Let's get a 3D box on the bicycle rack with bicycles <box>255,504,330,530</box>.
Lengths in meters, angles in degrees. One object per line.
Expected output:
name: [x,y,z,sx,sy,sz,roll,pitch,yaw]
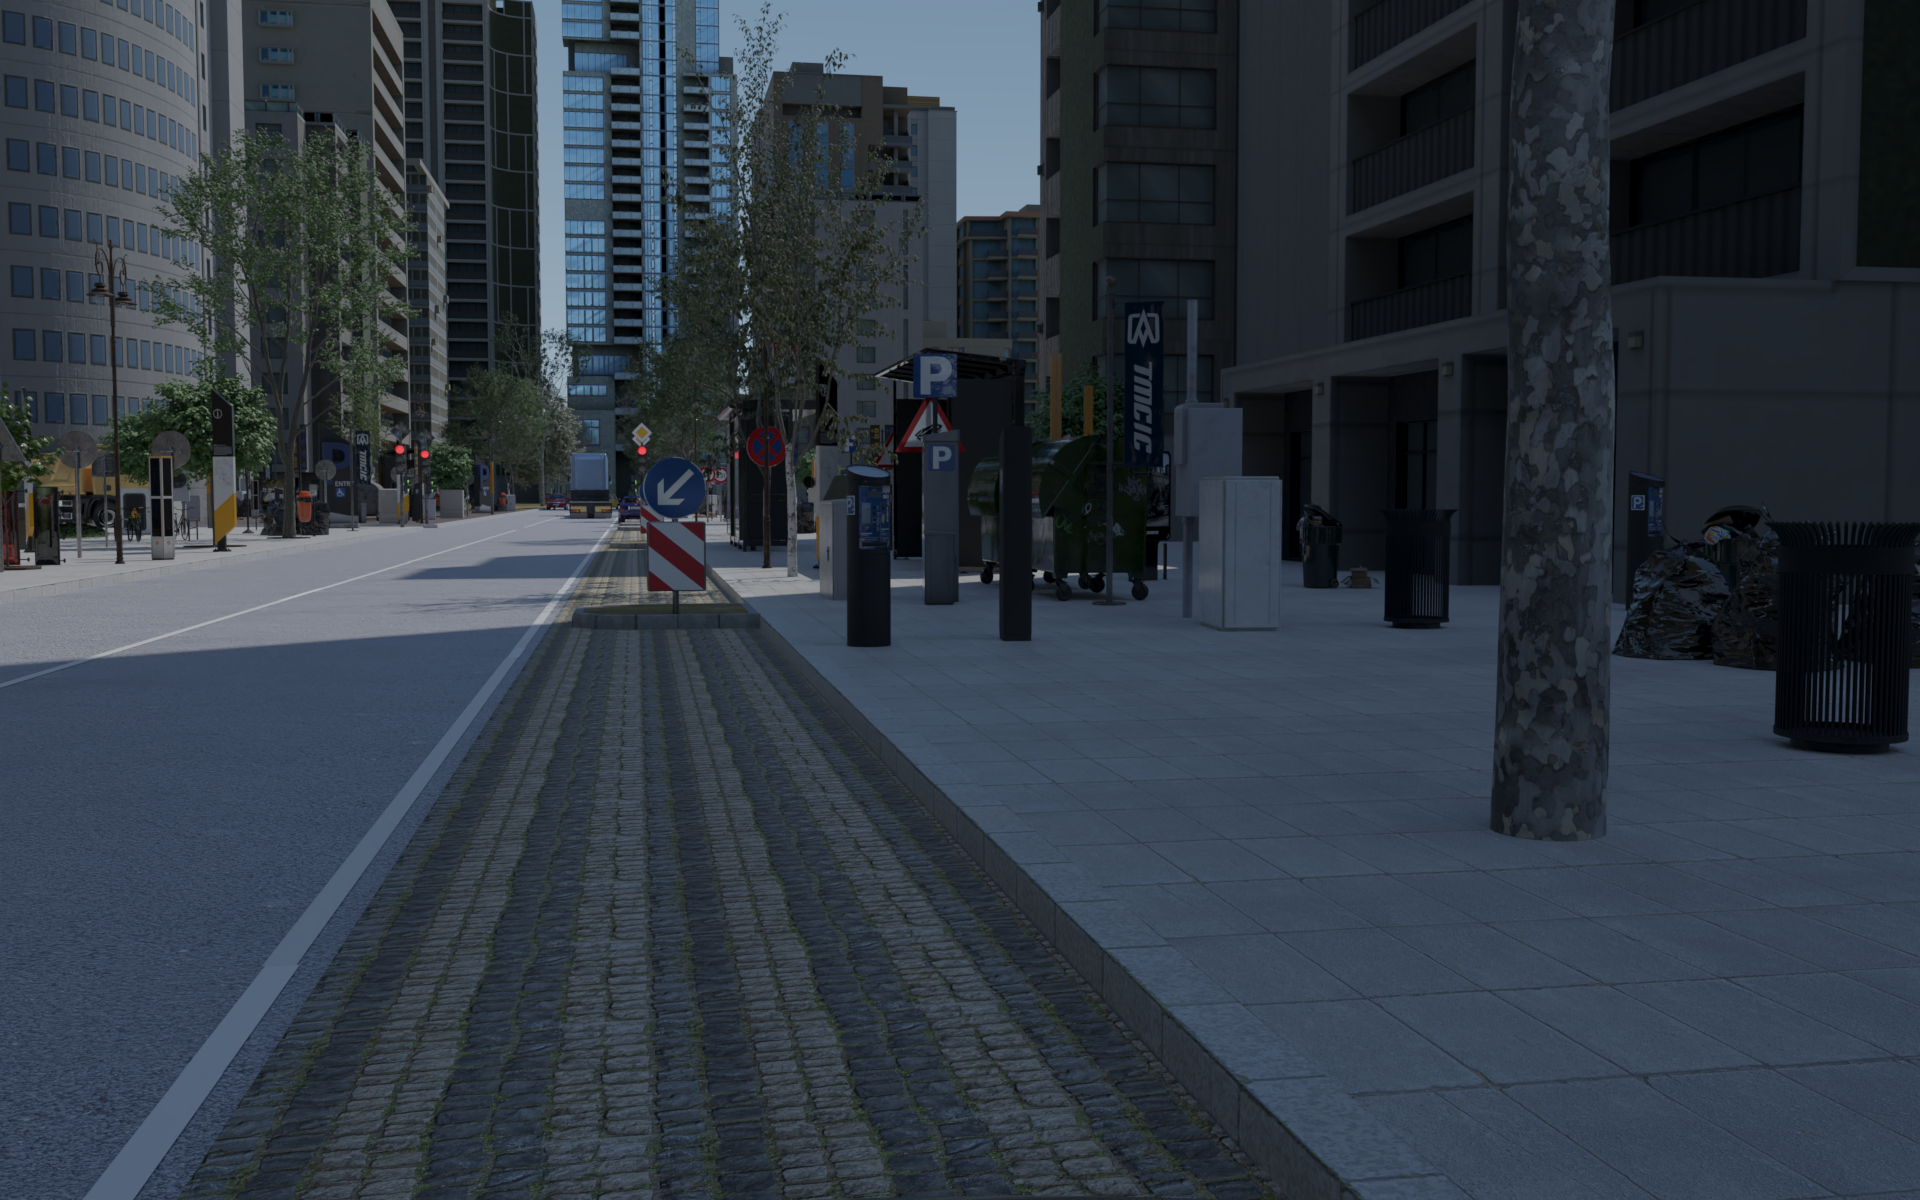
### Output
bicycle rack with bicycles: [-23.743,-2.935,61.364,2.852,0.926,2.925,-2,4,-30]

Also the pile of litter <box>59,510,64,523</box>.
pile of litter: [-30.304,-2.724,58.506,1.176,0.858,1.719,-1,4,-23]

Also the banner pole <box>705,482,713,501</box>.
banner pole: [-19.643,-8.873,135.087,0.863,3.779,0.401,-2,4,-27]

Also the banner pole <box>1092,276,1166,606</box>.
banner pole: [1.949,-1.828,19.903,0.863,3.779,0.401,1,4,20]

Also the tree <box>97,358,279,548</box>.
tree: [-18.145,-3.569,42.061,4.285,4.588,4.351,0,3,0]

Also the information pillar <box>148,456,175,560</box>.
information pillar: [-15.511,-1.783,33.650,0.304,2.012,0.304,1,4,17]

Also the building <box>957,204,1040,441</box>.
building: [12.055,-37.308,264.613,28.867,44.769,22.147,-1,4,-11]

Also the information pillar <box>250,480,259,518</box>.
information pillar: [-37.083,-5.295,91.068,0.304,2.012,0.304,-3,5,-43]

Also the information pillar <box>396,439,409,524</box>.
information pillar: [-23.695,-5.030,73.590,0.504,3.616,0.183,-3,5,-39]

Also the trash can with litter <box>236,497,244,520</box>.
trash can with litter: [-36.315,-4.553,85.495,1.678,1.210,2.233,2,4,30]

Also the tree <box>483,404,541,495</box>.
tree: [-34.548,-11.151,132.677,4.360,8.622,3.978,0,3,0]

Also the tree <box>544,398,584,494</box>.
tree: [-50.369,-18.853,218.611,12.009,13.543,11.850,0,3,0]

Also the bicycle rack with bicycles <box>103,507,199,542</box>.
bicycle rack with bicycles: [-22.113,-2.081,47.398,2.852,0.926,2.925,-1,4,-16]

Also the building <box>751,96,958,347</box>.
building: [-16.170,-43.770,257.644,28.212,58.520,21.231,-1,4,-11]

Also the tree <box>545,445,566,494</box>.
tree: [-47.765,-15.385,201.908,4.360,8.622,3.978,0,3,0]

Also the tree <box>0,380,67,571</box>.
tree: [-16.050,-2.127,29.371,1.663,3.219,1.824,0,3,0]

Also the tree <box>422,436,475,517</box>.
tree: [-28.969,-6.957,97.459,4.285,4.588,4.351,0,3,0]

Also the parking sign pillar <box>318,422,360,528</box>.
parking sign pillar: [-23.446,-4.702,65.345,1.447,3.967,1.447,-2,4,-33]

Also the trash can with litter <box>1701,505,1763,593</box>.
trash can with litter: [7.644,-0.372,17.477,0.624,1.170,1.055,0,4,2]

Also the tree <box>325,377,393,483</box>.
tree: [-35.181,-9.284,102.157,4.737,8.622,4.395,0,3,0]

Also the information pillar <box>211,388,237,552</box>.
information pillar: [-16.351,-2.881,38.457,0.504,3.616,0.183,0,4,6]

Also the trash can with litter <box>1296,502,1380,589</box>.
trash can with litter: [5.166,-0.753,23.691,1.055,1.170,0.624,0,4,1]

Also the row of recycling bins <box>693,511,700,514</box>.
row of recycling bins: [-17.637,-6.383,111.479,1.069,1.692,3.534,-2,4,-29]

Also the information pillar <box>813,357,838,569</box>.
information pillar: [-2.305,-2.355,29.858,0.183,3.616,0.504,3,4,38]

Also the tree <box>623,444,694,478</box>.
tree: [-36.650,-18.143,213.641,9.611,12.733,9.660,0,3,0]

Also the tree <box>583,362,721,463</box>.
tree: [-26.048,-14.873,153.546,12.009,13.543,11.850,0,3,0]

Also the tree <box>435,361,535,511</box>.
tree: [-33.765,-11.505,122.523,8.767,10.594,7.601,2,4,35]

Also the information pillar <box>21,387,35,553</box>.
information pillar: [-20.347,-2.841,37.807,0.183,3.616,0.504,-3,4,-38]

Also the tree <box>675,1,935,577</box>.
tree: [-2.544,-4.649,26.381,4.360,8.622,3.978,0,3,0]

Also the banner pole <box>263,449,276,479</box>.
banner pole: [-38.051,-6.461,95.652,0.863,3.779,0.401,-2,4,-30]

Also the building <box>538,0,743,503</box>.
building: [-45.391,-57.451,251.990,31.000,86.520,22.319,-1,4,-11]

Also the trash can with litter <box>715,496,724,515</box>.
trash can with litter: [-14.414,-5.708,104.718,0.624,1.170,1.055,1,4,15]

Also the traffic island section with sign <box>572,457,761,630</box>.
traffic island section with sign: [-3.266,-0.642,19.129,1.989,1.847,2.006,-1,4,-11]

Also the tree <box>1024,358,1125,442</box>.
tree: [3.167,-3.562,41.951,4.285,4.588,4.351,0,3,0]

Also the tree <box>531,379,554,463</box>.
tree: [-37.192,-13.298,143.176,9.928,11.665,9.643,0,3,0]

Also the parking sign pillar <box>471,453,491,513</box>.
parking sign pillar: [-31.849,-7.765,115.427,1.447,3.967,1.447,1,4,17]

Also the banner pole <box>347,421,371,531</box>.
banner pole: [-20.777,-4.271,59.841,0.863,3.779,0.401,-1,4,-20]

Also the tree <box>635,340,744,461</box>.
tree: [-17.913,-11.566,114.860,9.928,11.665,9.643,0,3,0]

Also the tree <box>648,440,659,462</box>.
tree: [-20.025,-10.522,122.401,4.360,8.622,3.978,0,3,0]

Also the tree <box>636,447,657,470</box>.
tree: [-29.316,-13.371,168.979,4.737,8.622,4.395,0,3,0]

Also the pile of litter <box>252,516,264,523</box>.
pile of litter: [-30.954,-3.906,77.828,1.719,0.858,1.176,-1,4,-14]

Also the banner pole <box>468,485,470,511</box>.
banner pole: [-37.481,-8.667,131.715,0.401,3.779,0.863,-3,5,-43]

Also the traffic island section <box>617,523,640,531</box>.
traffic island section: [-12.467,-2.811,68.239,2.009,0.180,2.903,-1,4,-11]

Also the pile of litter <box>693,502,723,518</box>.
pile of litter: [-13.749,-4.909,94.226,1.719,0.858,1.176,2,4,33]

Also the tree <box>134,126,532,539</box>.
tree: [-19.243,-7.560,49.360,9.928,11.665,9.643,0,3,0]

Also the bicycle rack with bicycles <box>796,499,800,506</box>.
bicycle rack with bicycles: [-12.175,-6.831,125.061,2.925,0.926,2.852,3,5,39]

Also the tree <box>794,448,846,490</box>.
tree: [-10.240,-8.447,121.828,4.285,4.588,4.351,0,3,0]

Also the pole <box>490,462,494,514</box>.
pole: [-29.382,-7.026,108.724,0.158,3.312,0.155,0,3,0]

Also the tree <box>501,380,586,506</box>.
tree: [-46.479,-17.462,192.154,9.857,13.997,8.962,0,3,0]

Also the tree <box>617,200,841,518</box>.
tree: [-7.480,-7.433,55.947,7.601,10.594,8.767,-1,4,-22]

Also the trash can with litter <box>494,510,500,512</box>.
trash can with litter: [-32.888,-6.756,121.514,2.233,1.210,1.678,-3,5,-43]

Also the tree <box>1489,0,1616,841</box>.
tree: [2.965,-9.259,7.278,12.611,20.169,13.585,0,3,0]
